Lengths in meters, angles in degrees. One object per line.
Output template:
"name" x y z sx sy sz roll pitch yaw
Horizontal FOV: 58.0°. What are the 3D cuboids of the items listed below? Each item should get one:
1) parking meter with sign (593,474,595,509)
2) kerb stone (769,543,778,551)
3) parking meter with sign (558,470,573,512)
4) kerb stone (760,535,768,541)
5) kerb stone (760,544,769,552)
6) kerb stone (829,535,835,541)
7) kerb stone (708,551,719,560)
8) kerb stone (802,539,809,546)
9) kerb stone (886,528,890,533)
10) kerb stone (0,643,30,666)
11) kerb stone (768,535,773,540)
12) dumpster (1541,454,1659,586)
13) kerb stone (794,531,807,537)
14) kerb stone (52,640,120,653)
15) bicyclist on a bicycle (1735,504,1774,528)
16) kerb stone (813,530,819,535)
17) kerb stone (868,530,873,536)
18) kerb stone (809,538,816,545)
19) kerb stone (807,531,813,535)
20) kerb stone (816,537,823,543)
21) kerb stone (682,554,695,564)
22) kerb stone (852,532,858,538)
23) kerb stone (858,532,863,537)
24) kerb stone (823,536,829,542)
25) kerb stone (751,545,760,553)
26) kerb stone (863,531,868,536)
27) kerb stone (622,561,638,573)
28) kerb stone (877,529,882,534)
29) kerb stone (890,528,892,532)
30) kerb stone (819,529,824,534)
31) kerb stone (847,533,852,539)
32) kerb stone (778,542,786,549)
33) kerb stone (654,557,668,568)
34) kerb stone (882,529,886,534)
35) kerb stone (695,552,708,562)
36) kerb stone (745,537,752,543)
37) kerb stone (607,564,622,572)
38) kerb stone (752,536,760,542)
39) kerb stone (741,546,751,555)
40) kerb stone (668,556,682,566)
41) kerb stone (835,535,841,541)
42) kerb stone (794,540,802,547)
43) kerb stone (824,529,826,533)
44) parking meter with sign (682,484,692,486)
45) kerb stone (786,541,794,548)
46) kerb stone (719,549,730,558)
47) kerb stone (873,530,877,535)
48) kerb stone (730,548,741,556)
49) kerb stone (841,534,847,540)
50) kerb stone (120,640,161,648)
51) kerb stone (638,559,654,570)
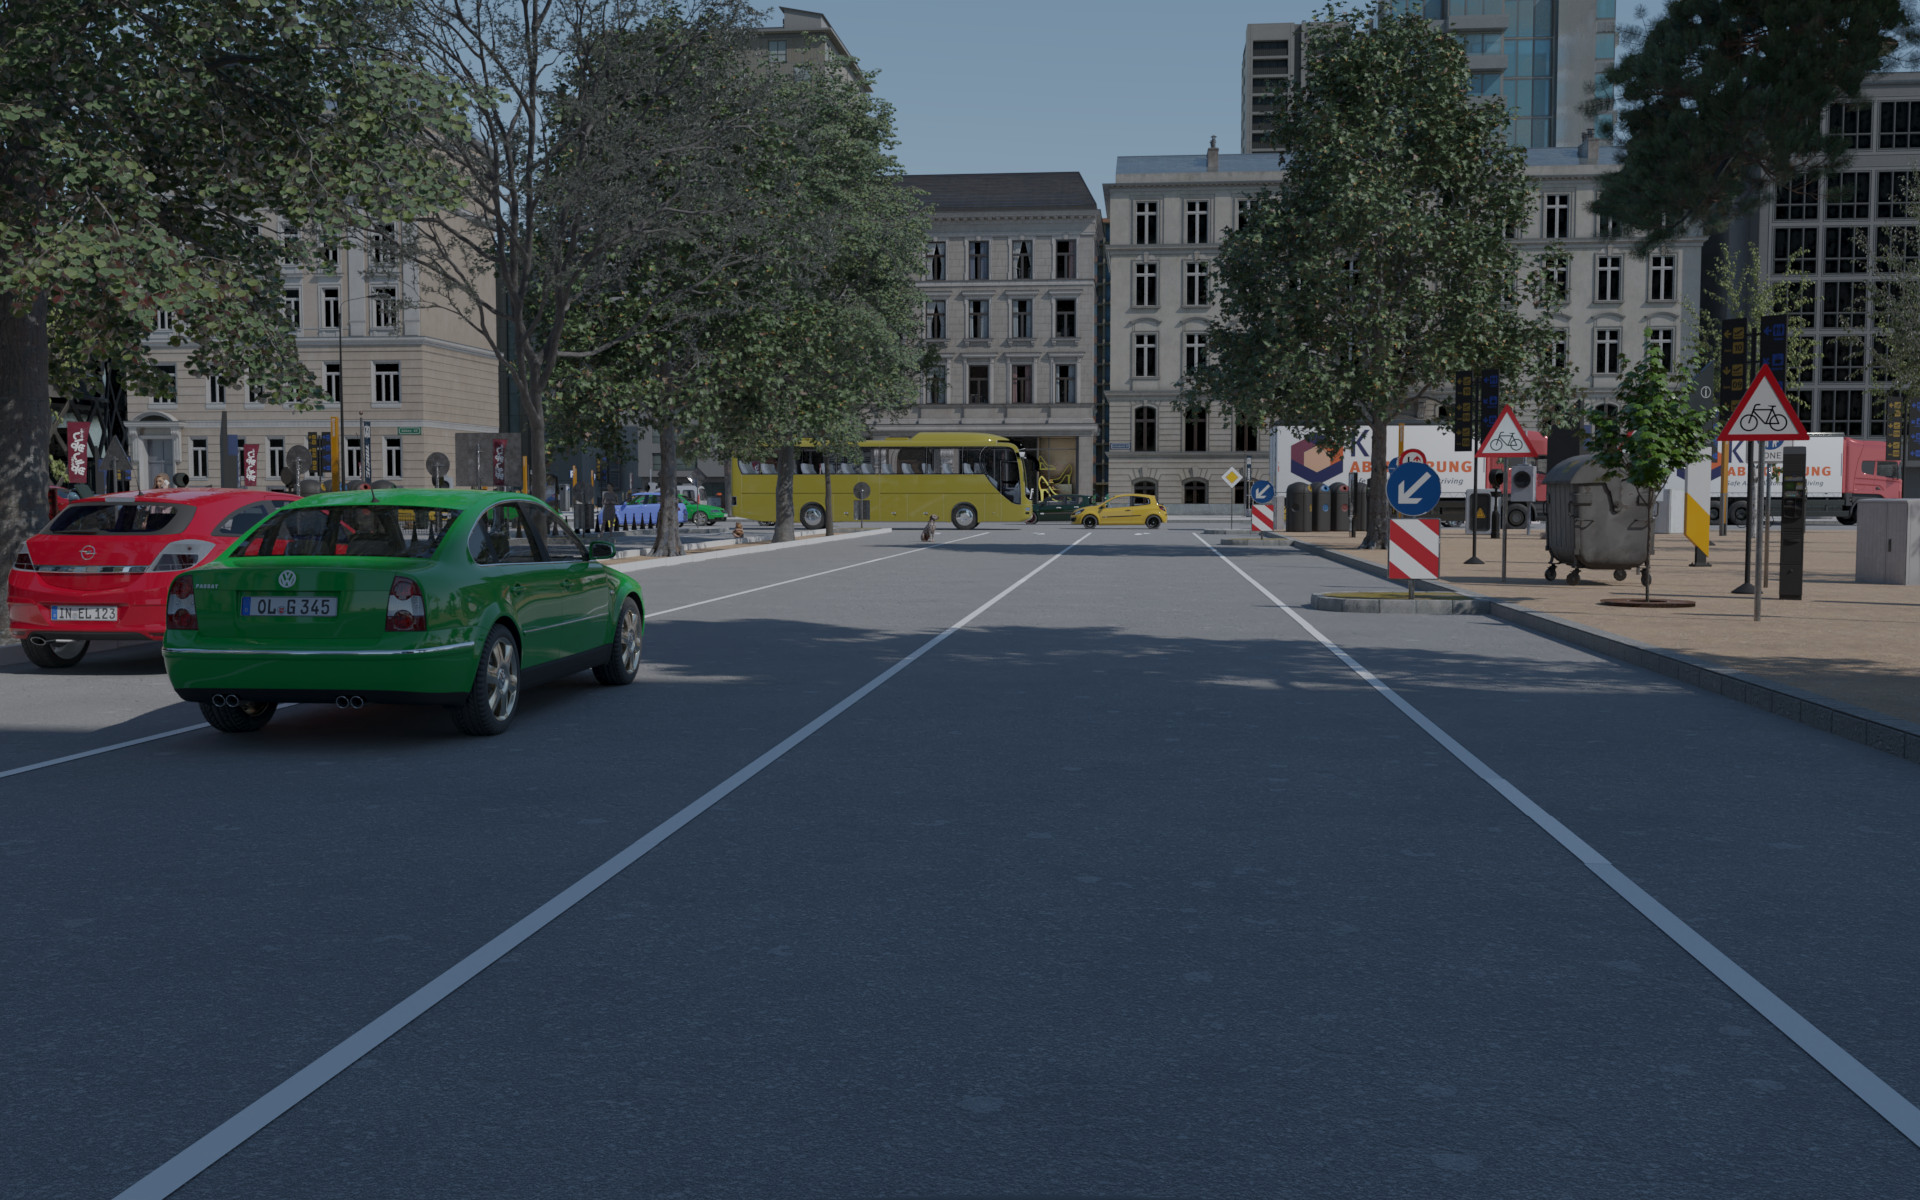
"parking meter with sign" -32.111 -9.294 148.210 1.738 3.016 0.543 0 4 1
"kerb stone" -4.868 -1.346 44.210 0.120 0.150 1.000 0 4 6
"parking meter with sign" -29.156 -8.043 127.770 1.738 3.016 0.543 3 4 36
"kerb stone" -6.083 -1.861 52.623 0.120 0.150 1.000 0 4 6
"kerb stone" -4.982 -1.284 43.184 0.120 0.150 1.000 0 4 6
"kerb stone" -3.999 -1.843 52.387 0.120 0.150 1.000 0 4 6
"kerb stone" -5.539 -0.967 38.074 0.120 0.150 1.000 0 4 6
"kerb stone" -4.443 -1.595 48.288 0.120 0.150 1.000 0 4 6
"kerb stone" -2.794 -2.533 63.624 0.120 0.150 1.000 0 4 6
"kerb stone" -8.055 0.466 14.569 0.120 0.150 1.000 0 4 6
"kerb stone" -5.966 -1.924 53.649 0.120 0.150 1.000 0 4 6
"dumpster" 9.154 -1.163 24.782 1.264 1.857 1.865 0 4 6
"kerb stone" -5.430 -2.237 58.764 0.120 0.150 1.000 0 4 6
"kerb stone" -7.942 0.404 15.598 0.120 0.150 1.000 0 4 6
"bicyclist on a bicycle" 33.435 -3.845 72.882 1.625 1.676 1.499 0 4 5
"kerb stone" -5.206 -2.356 60.812 0.120 0.150 1.000 0 4 6
"kerb stone" -3.232 -2.281 59.543 0.120 0.150 1.000 0 4 6
"kerb stone" -4.324 -1.658 49.311 0.120 0.150 1.000 0 4 6
"kerb stone" -5.319 -2.292 59.790 0.120 0.150 1.000 0 4 6
"kerb stone" -4.216 -1.721 50.335 0.120 0.150 1.000 0 4 6
"kerb stone" -5.753 -0.841 36.035 0.120 0.150 1.000 0 4 6
"kerb stone" -3.554 -2.097 56.479 0.120 0.150 1.000 0 4 6
"kerb stone" -3.445 -2.156 57.501 0.120 0.150 1.000 0 4 6
"kerb stone" -4.109 -1.784 51.367 0.120 0.150 1.000 0 4 6
"kerb stone" -5.094 -1.221 42.165 0.120 0.150 1.000 0 4 6
"kerb stone" -3.340 -2.222 58.521 0.120 0.150 1.000 0 4 6
"kerb stone" -6.186 -0.595 31.956 0.120 0.150 1.000 0 4 6
"kerb stone" -3.012 -2.409 61.582 0.120 0.150 1.000 0 4 6
"kerb stone" -2.683 -2.596 64.643 0.120 0.150 1.000 0 4 6
"kerb stone" -5.101 -2.424 61.831 0.120 0.150 1.000 0 4 6
"kerb stone" -3.670 -2.034 55.451 0.120 0.150 1.000 0 4 6
"kerb stone" -4.771 -1.409 45.231 0.120 0.150 1.000 0 4 6
"kerb stone" -5.973 -0.722 33.994 0.120 0.150 1.000 0 4 6
"kerb stone" -2.906 -2.472 62.605 0.120 0.150 1.000 0 4 6
"kerb stone" -5.637 -0.909 37.053 0.120 0.150 1.000 0 4 6
"kerb stone" -6.306 -1.735 50.574 0.120 0.150 1.000 0 4 6
"kerb stone" -6.297 -0.533 30.937 0.120 0.150 1.000 0 4 6
"kerb stone" -6.200 -1.798 51.600 0.120 0.150 1.000 0 4 6
"kerb stone" -5.207 -1.159 41.146 0.120 0.150 1.000 0 4 6
"kerb stone" -5.855 -0.784 35.012 0.120 0.150 1.000 0 4 6
"kerb stone" -3.886 -1.908 53.409 0.120 0.150 1.000 0 4 6
"kerb stone" -4.549 -1.532 47.269 0.120 0.150 1.000 0 4 6
"kerb stone" -4.985 -2.486 62.849 0.120 0.150 1.000 0 4 6
"parking meter with sign" -19.910 -7.966 126.503 1.738 3.016 0.543 -1 4 -9
"kerb stone" -4.658 -1.464 46.250 0.120 0.150 1.000 0 4 6
"kerb stone" -5.423 -1.034 39.097 0.120 0.150 1.000 0 4 6
"kerb stone" -3.117 -2.347 60.562 0.120 0.150 1.000 0 4 6
"kerb stone" -5.316 -1.095 40.127 0.120 0.150 1.000 0 4 6
"kerb stone" -3.779 -1.971 54.429 0.120 0.150 1.000 0 4 6
"kerb stone" -7.843 0.341 16.620 0.120 0.150 1.000 0 4 6
"kerb stone" -6.081 -0.659 32.975 0.120 0.150 1.000 0 4 6
